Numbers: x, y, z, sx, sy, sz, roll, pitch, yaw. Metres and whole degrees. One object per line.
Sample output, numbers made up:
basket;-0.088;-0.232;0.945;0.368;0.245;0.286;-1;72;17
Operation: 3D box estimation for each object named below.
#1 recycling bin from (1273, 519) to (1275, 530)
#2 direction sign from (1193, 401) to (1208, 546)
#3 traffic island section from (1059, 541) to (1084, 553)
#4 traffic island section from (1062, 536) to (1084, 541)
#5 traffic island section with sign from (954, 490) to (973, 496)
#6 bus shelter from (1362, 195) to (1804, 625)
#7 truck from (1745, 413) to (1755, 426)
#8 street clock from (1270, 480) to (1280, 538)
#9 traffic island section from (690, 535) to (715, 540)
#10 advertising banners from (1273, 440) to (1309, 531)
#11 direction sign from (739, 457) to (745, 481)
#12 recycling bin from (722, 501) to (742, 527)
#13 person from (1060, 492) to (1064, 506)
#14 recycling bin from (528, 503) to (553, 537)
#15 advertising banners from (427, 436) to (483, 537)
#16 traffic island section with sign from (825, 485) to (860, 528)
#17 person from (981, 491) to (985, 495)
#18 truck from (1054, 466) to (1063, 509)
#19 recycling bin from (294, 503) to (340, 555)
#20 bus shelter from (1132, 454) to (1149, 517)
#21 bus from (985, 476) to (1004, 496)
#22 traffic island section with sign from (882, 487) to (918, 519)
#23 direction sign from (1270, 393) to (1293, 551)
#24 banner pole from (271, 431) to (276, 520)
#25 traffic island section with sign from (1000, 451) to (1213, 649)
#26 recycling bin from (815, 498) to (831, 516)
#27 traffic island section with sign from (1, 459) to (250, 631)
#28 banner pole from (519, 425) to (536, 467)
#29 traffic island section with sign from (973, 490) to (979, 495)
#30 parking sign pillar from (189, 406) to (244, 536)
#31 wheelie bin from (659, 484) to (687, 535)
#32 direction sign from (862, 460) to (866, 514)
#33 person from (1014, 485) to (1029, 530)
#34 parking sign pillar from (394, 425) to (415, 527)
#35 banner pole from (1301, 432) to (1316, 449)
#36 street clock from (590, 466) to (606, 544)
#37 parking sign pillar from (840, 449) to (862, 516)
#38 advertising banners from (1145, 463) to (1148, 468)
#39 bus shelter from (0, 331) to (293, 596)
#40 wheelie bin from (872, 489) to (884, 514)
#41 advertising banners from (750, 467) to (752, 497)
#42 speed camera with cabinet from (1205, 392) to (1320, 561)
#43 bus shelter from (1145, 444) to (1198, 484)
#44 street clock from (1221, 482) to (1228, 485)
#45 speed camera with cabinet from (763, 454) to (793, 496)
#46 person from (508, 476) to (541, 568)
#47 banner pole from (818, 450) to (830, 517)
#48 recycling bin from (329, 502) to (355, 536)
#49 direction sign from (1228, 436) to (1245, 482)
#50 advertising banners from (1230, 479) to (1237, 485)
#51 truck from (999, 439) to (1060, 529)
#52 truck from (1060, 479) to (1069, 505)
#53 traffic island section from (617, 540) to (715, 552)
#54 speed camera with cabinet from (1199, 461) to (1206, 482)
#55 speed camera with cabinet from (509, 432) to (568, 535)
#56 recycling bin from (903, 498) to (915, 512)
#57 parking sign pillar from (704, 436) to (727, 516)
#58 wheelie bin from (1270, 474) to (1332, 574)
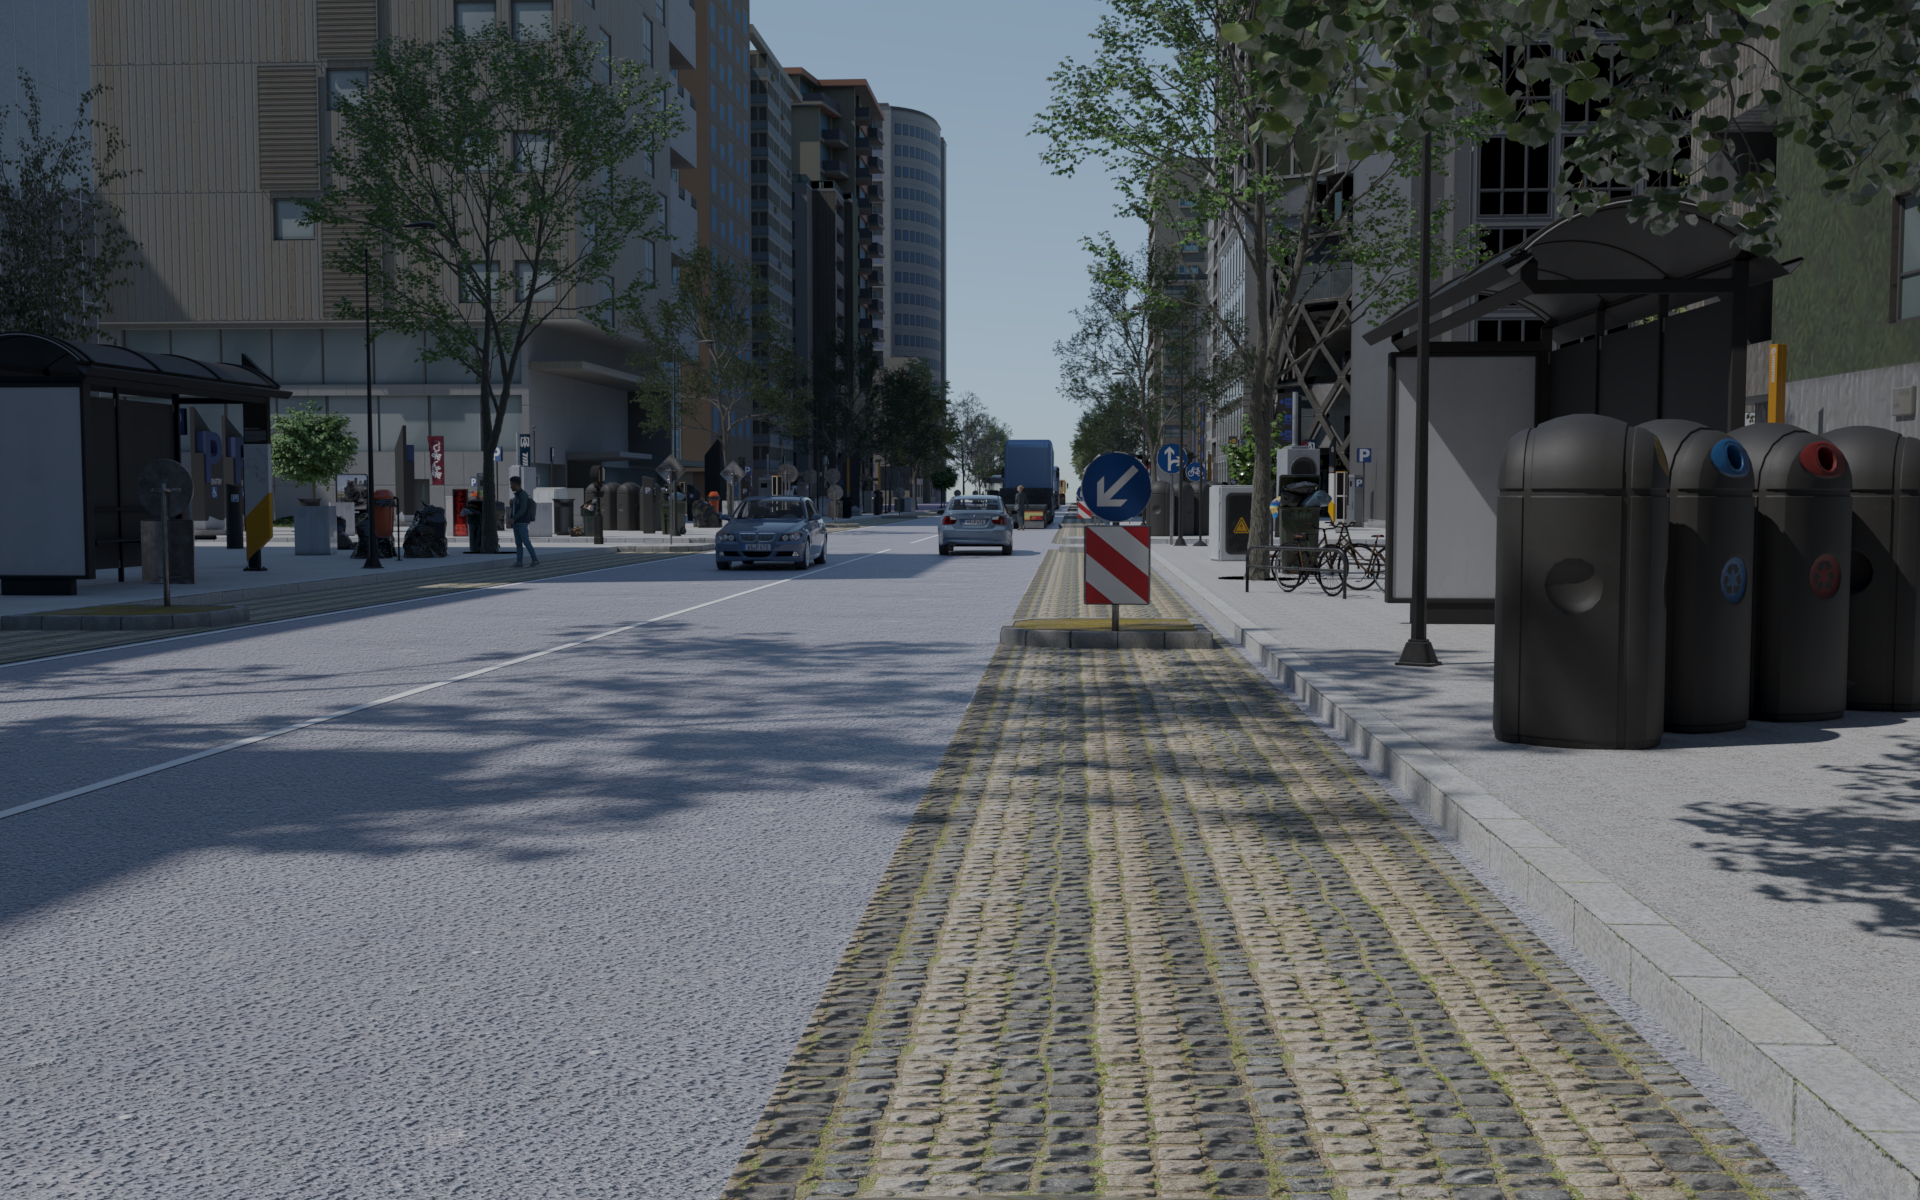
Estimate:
recycling bin;11.193;-2.954;60.856;0.722;1.027;0.722;-1;4;-18
direction sign;5.921;-3.093;42.561;0.379;3.537;0.876;0;4;0
traffic island section;3.481;-1.277;43.152;2.009;0.180;2.903;0;4;4
traffic island section;4.013;-1.764;51.119;2.009;0.180;2.903;0;4;4
traffic island section with sign;-0.165;-8.727;151.309;1.989;1.847;2.006;0;4;4
bus shelter;4.830;-1.259;14.501;2.014;3.302;5.546;0;4;4
truck;21.235;-3.463;45.528;11.283;4.237;2.839;0;4;6
street clock;9.387;-2.839;50.991;0.471;2.002;0.358;2;4;27
traffic island section;-6.804;-1.808;51.844;2.009;0.180;2.903;0;4;4
advertising banners;10.418;-3.666;56.123;2.074;3.025;0.090;-2;4;-24
direction sign;-13.361;-6.988;106.252;0.379;3.537;0.876;1;4;17
recycling bin;-8.355;-3.171;64.407;0.722;1.027;0.722;2;4;25
person;11.974;-12.062;206.240;0.721;1.766;1.217;3;5;39
recycling bin;-12.535;-2.392;51.669;0.722;1.027;0.722;-1;4;-12
advertising banners;-14.957;-3.409;51.921;2.074;3.025;0.090;0;4;6
traffic island section with sign;-5.329;-3.998;73.998;1.989;1.847;2.006;0;4;4
person;2.659;-11.097;190.392;0.568;1.767;0.683;2;4;31
truck;7.788;-10.406;159.900;2.967;4.110;18.799;0;4;5
recycling bin;-13.609;-1.470;36.585;0.722;1.027;0.722;0;4;-7
bus shelter;10.120;-6.714;101.061;1.731;3.624;6.357;0;4;4
bus;4.010;-10.506;166.630;2.948;3.499;13.247;0;4;3
traffic island section with sign;-3.503;-5.665;101.255;1.989;1.847;2.006;0;4;4
direction sign;7.028;-2.872;38.947;0.876;3.537;0.379;0;4;7
banner pole;-27.530;-4.833;69.029;0.401;3.779;0.863;2;4;27
traffic island section with sign;1.402;-0.506;16.902;1.989;1.847;2.006;0;4;4
recycling bin;-7.883;-5.331;99.718;0.722;1.027;0.722;-2;4;-28
traffic island section with sign;-8.995;-0.635;19.004;1.989;1.847;2.006;0;4;4
banner pole;-15.743;-4.482;63.294;0.863;3.779;0.401;1;4;21
traffic island section with sign;1.649;-10.395;178.579;1.989;1.847;2.006;0;4;4
parking sign pillar;-23.419;-4.002;53.901;1.447;3.967;1.447;0;4;2
wheelie bin;-9.052;-2.860;54.664;0.980;1.594;0.693;2;4;34
direction sign;-6.362;-7.484;114.368;0.379;3.537;0.876;-1;4;-17
person;2.450;-3.631;68.291;0.534;1.772;0.576;2;4;30
parking sign pillar;-21.963;-4.894;68.484;1.447;3.967;1.447;-2;4;-32
banner pole;13.886;-4.866;69.583;0.863;3.779;0.401;1;4;16
street clock;-9.220;-2.421;44.151;0.358;2.002;0.471;1;4;15
parking sign pillar;-6.515;-6.950;102.102;1.447;3.967;1.447;3;5;43
advertising banners;10.869;-6.149;96.715;2.074;3.025;0.090;-3;5;-39
bus shelter;-11.568;-1.860;24.339;2.014;3.302;5.546;0;4;4
wheelie bin;-5.185;-6.218;109.567;0.693;1.594;0.980;-1;4;-18
advertising banners;-13.623;-7.065;111.692;0.090;3.025;2.074;0;4;6
speed camera with cabinet;5.862;-2.385;33.333;2.038;3.252;0.660;-1;4;-12
bus shelter;8.865;-4.835;72.977;2.014;3.302;5.546;0;4;4
street clock;15.595;-5.972;102.216;0.358;2.002;0.471;-3;5;-40
speed camera with cabinet;-8.932;-5.546;85.019;0.660;3.252;2.038;-3;4;-36
person;-8.477;-1.503;33.414;0.721;1.781;0.623;-3;5;-40
banner pole;-7.973;-6.782;100.906;0.863;3.779;0.401;0;4;3
recycling bin;-18.882;-2.468;52.906;0.722;1.027;0.722;-1;4;-20
direction sign;10.851;-4.620;67.526;0.876;3.537;0.379;3;4;39
advertising banners;14.172;-5.483;85.831;2.074;3.025;0.090;3;5;44
truck;2.941;-5.491;79.538;2.967;4.110;18.799;0;4;4
truck;12.573;-14.160;227.442;3.469;3.379;9.791;0;4;3
traffic island section;-7.336;-1.321;43.876;2.009;0.180;2.903;0;4;4
speed camera with cabinet;15.517;-6.781;105.209;2.038;3.252;0.660;0;4;-8
speed camera with cabinet;-13.501;-3.738;55.454;2.038;3.252;0.660;2;4;31
recycling bin;-3.699;-6.860;124.711;0.722;1.027;0.722;1;4;22
parking sign pillar;-11.400;-5.653;80.899;1.447;3.967;1.447;-3;5;-42
wheelie bin;5.491;-1.222;27.885;0.980;1.594;0.693;0;4;7
